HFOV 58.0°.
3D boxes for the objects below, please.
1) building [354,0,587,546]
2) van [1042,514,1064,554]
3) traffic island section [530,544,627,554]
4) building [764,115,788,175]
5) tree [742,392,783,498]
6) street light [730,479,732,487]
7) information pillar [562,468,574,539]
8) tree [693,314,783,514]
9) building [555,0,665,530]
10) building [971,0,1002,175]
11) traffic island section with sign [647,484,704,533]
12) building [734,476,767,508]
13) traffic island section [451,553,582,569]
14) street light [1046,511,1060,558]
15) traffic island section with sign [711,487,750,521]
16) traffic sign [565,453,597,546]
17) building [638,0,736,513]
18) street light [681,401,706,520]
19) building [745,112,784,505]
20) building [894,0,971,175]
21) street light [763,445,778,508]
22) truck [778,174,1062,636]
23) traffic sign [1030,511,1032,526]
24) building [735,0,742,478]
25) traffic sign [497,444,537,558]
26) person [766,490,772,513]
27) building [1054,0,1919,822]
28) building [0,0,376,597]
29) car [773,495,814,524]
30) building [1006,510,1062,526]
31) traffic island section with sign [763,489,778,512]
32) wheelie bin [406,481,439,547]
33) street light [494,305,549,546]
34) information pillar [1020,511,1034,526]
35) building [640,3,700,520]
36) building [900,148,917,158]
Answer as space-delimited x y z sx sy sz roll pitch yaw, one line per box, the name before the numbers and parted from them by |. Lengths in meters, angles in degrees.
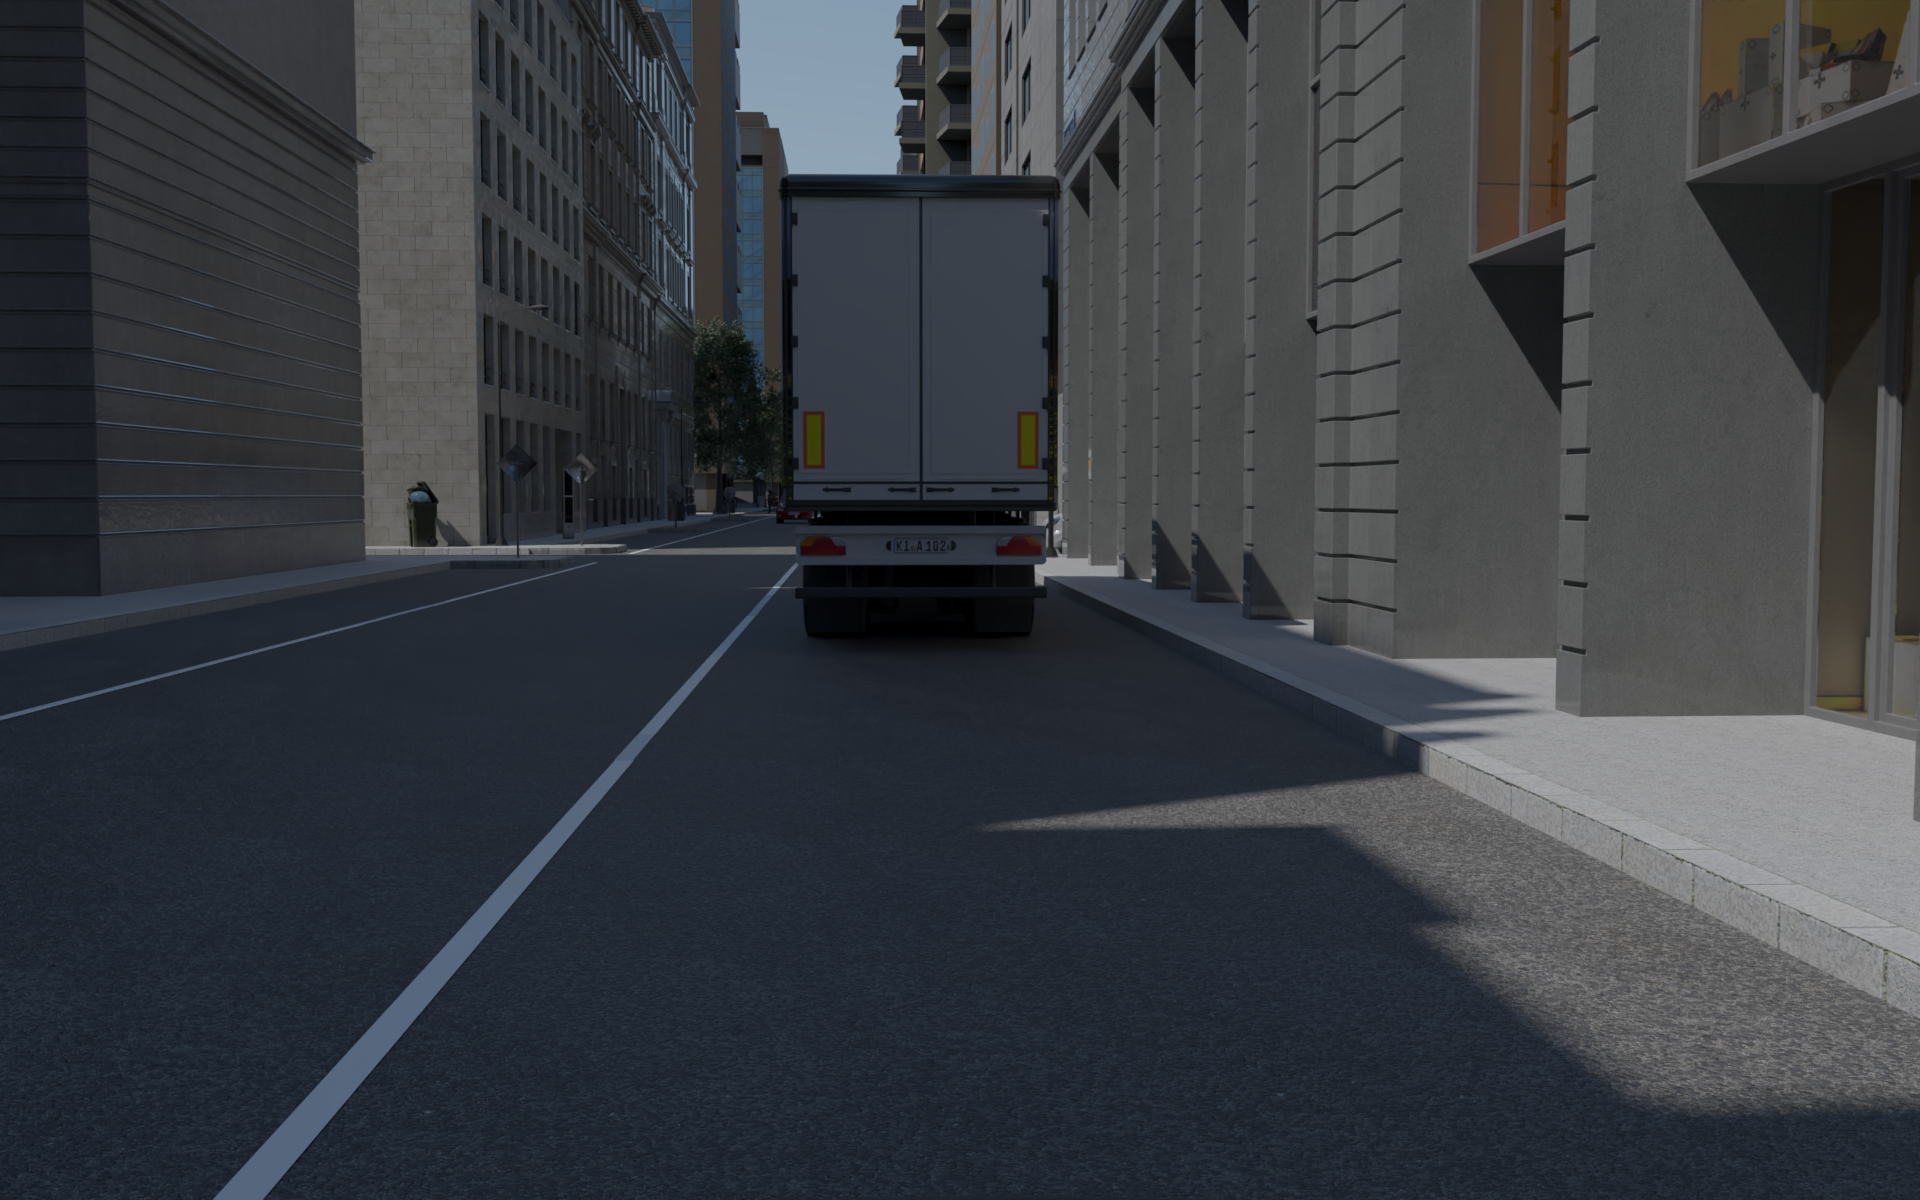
building | -17.492 -11.949 50.115 10.420 20.320 16.860 0 4 -3
van | 3.802 -1.920 38.411 4.112 2.044 2.013 0 4 -2
traffic island section | -9.329 -1.245 42.630 2.009 0.180 2.903 0 4 -3
building | -33.220 -36.741 224.420 21.300 48.544 21.600 0 4 -3
tree | -21.230 -16.791 192.655 7.486 12.596 7.792 0 3 0
street light | -15.236 -8.971 119.211 1.470 5.913 1.316 0 4 -3
information pillar | -11.229 -2.759 49.609 0.304 2.012 0.304 -1 4 -20
tree | -15.377 -11.832 110.456 9.611 12.733 9.660 0 3 0
building | -19.656 -16.744 71.028 12.463 27.353 25.104 0 4 -3
building | 7.821 -25.779 71.603 14.600 45.320 14.200 0 4 -3
traffic island section with sign | -10.659 -3.456 65.129 1.989 1.847 2.006 0 4 -3
building | -35.629 -29.230 169.790 32.217 40.220 23.993 0 4 -3
traffic island section | -8.864 -0.757 34.658 2.009 0.180 2.903 0 4 -3
street light | 1.297 -3.810 34.830 1.470 5.913 1.316 0 4 -3
traffic island section with sign | -12.246 -5.124 92.405 1.989 1.847 2.006 0 4 -3
traffic sign | -9.306 -2.381 42.569 0.795 2.450 0.064 0 4 -3
building | -23.375 -28.954 123.508 14.600 45.320 14.200 0 4 -3
street light | -13.287 -6.946 86.107 1.470 5.913 1.316 0 4 -3
building | -28.108 -34.056 206.919 14.600 45.320 14.200 0 4 -3
building | 7.253 -27.471 103.778 22.147 44.769 28.867 0 4 -3
street light | -17.878 -11.693 163.715 1.470 5.913 1.316 0 4 -3
truck | -0.527 -1.952 20.827 2.839 4.237 11.283 0 4 -2
traffic sign | 1.437 -1.929 35.175 0.795 2.450 0.064 0 4 -3
building | -32.323 -33.906 143.605 28.713 52.752 27.495 0 4 -3
traffic sign | -8.841 -1.893 34.598 0.795 2.450 0.064 0 4 -3
person | -14.359 -7.371 129.731 0.721 1.735 1.217 0 4 2
building | 8.311 -14.835 20.042 11.434 29.767 29.804 0 4 -3
building | -22.642 -11.280 26.231 24.055 21.916 13.314 0 4 -3
car | -8.124 -4.684 85.625 2.155 1.783 4.494 0 4 -3
building | 12.206 -37.423 50.112 20.611 71.187 20.563 0 4 -3
traffic island section with sign | -15.133 -8.141 141.740 1.989 1.847 2.006 0 4 -3
wheelie bin | -13.014 -2.079 41.892 0.693 1.594 0.980 -2 4 -32
street light | -10.791 -4.290 42.678 1.470 5.913 1.316 0 4 -3
information pillar | 1.636 -2.317 42.369 0.304 2.012 0.304 1 4 16
building | -21.544 -18.812 93.483 13.634 28.700 20.117 0 4 -3
building | 3.432 -36.651 218.846 23.786 49.044 30.456 0 4 -3
